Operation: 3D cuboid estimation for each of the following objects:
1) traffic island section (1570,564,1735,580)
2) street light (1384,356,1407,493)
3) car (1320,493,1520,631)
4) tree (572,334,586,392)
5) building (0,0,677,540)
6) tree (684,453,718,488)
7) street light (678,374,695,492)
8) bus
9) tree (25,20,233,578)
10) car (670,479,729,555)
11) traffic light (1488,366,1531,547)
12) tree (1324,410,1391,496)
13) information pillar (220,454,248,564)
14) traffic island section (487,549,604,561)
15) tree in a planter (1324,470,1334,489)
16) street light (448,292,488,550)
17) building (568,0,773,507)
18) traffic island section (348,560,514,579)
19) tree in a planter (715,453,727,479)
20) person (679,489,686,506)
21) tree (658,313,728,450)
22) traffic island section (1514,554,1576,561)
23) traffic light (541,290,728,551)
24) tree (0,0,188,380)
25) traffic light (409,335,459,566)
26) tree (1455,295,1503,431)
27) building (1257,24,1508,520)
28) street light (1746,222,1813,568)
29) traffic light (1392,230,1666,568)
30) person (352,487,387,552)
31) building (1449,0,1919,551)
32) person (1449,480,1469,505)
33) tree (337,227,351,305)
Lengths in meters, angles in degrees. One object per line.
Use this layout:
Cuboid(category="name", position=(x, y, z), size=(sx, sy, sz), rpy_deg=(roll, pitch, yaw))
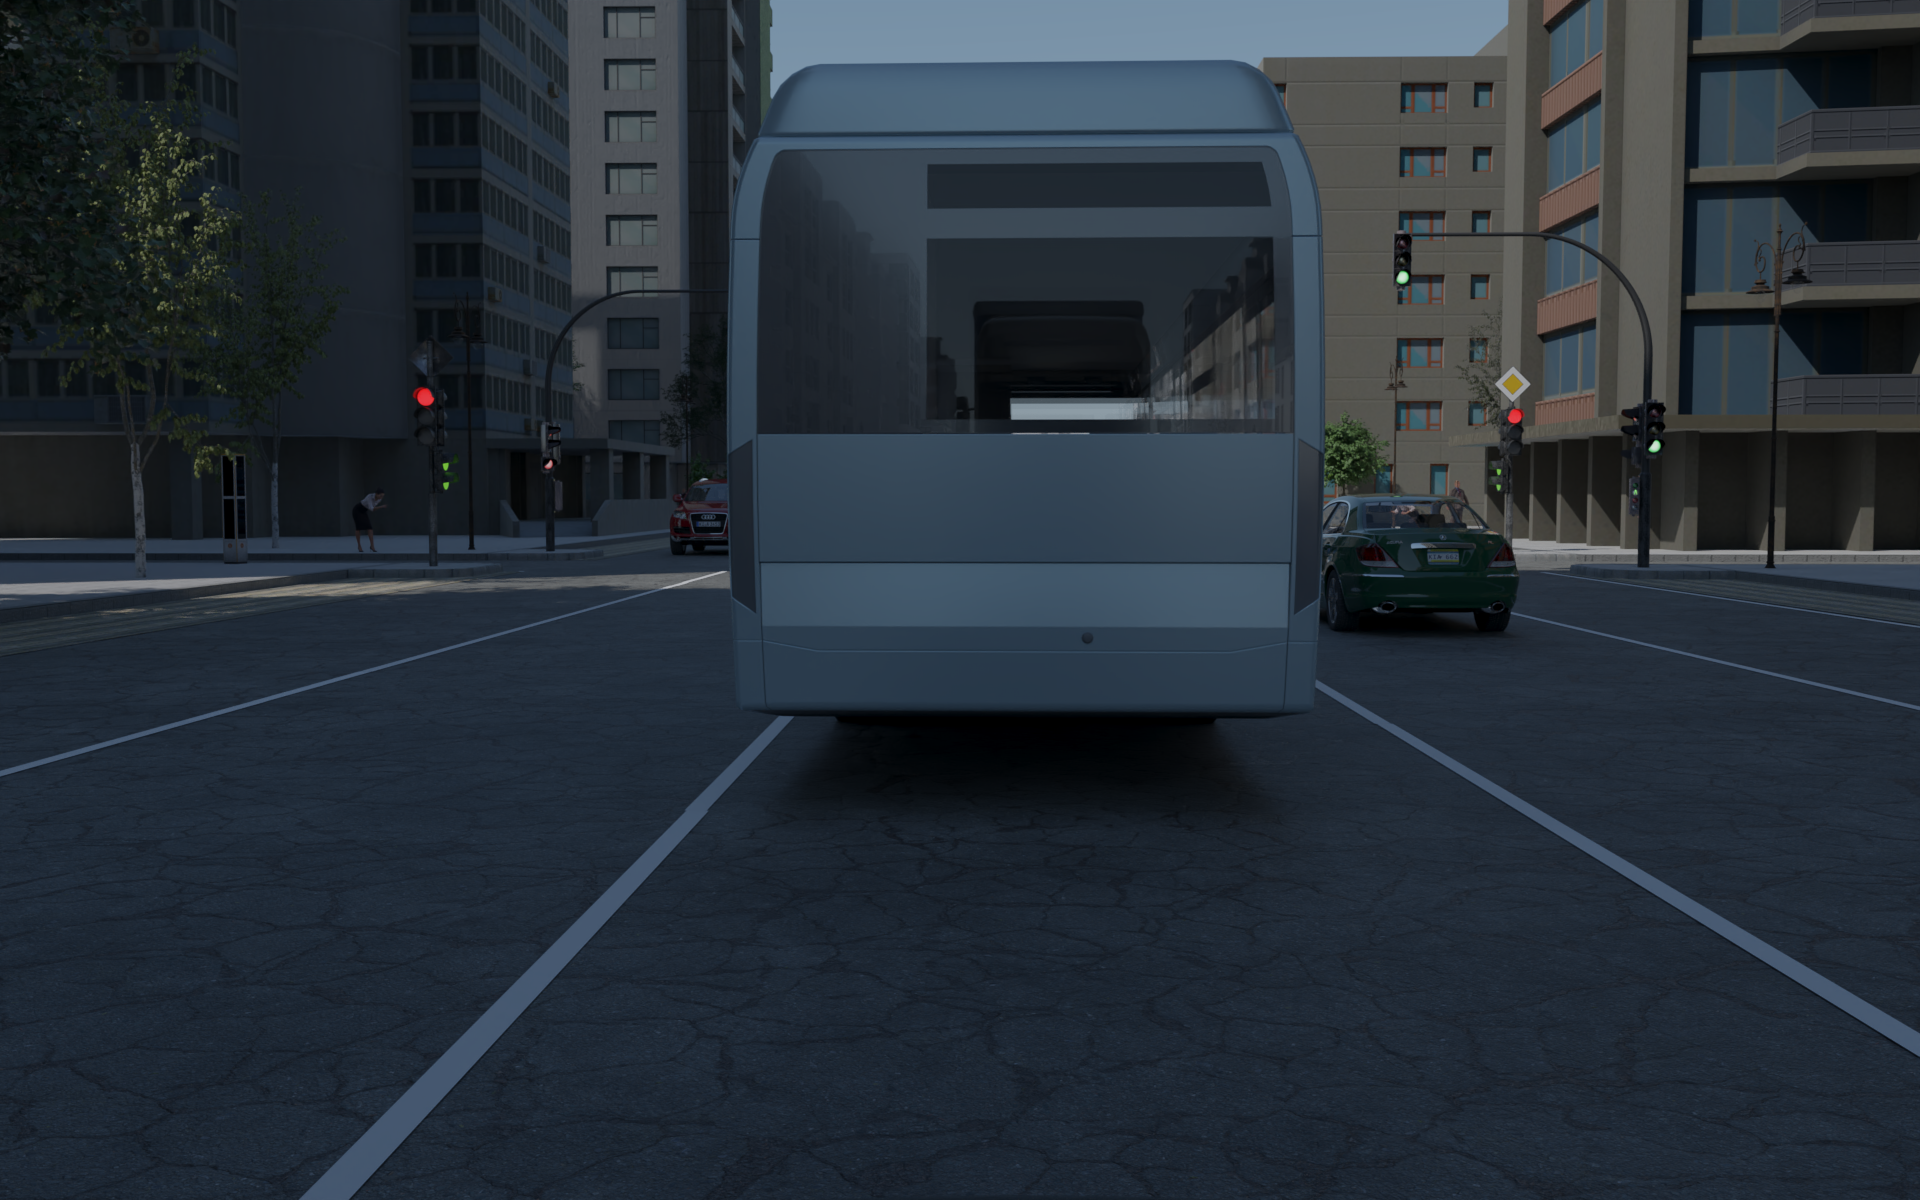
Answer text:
Cuboid(category="traffic island section", position=(11.955, -0.490, 30.285), size=(2.009, 0.180, 2.903), rpy_deg=(0, 4, 1))
Cuboid(category="street light", position=(14.590, -5.216, 58.072), size=(0.468, 5.910, 1.993), rpy_deg=(0, 4, 1))
Cuboid(category="car", position=(4.812, -0.471, 19.499), size=(2.131, 1.459, 4.920), rpy_deg=(0, 4, 0))
Cuboid(category="tree", position=(-21.172, -9.505, 81.159), size=(9.928, 11.665, 9.643), rpy_deg=(0, 3, 0))
Cuboid(category="building", position=(-26.868, -22.416, 58.378), size=(32.217, 40.220, 23.993), rpy_deg=(0, 4, 1))
Cuboid(category="tree", position=(-11.368, -4.909, 74.867), size=(1.663, 3.219, 1.824), rpy_deg=(0, 3, 0))
Cuboid(category="street light", position=(-10.510, -5.745, 66.723), size=(0.468, 5.910, 1.993), rpy_deg=(0, 4, 1))
Cuboid(category="bus", position=(0.538, -1.172, 14.019), size=(2.948, 3.499, 13.247), rpy_deg=(0, 4, 2))
Cuboid(category="tree", position=(-12.580, -4.636, 26.164), size=(4.737, 8.622, 4.395), rpy_deg=(0, 3, 0))
Cuboid(category="car", position=(-5.789, -2.068, 42.492), size=(2.281, 1.827, 5.304), rpy_deg=(0, 4, 0))
Cuboid(category="traffic light", position=(12.107, -3.011, 38.155), size=(0.839, 4.253, 0.868), rpy_deg=(0, 4, 1))
Cuboid(category="tree", position=(14.908, -5.118, 67.400), size=(4.285, 4.588, 4.351), rpy_deg=(0, 3, 0))
Cuboid(category="information pillar", position=(-13.334, -1.672, 31.824), size=(0.304, 2.012, 0.304), rpy_deg=(1, 4, 15))
Cuboid(category="traffic island section", position=(-9.188, -1.009, 38.786), size=(2.009, 0.180, 2.903), rpy_deg=(0, 4, 1))
Cuboid(category="tree in a planter", position=(12.756, -4.059, 63.584), size=(1.991, 3.239, 1.994), rpy_deg=(0, 4, 1))
Cuboid(category="street light", position=(-11.256, -4.095, 39.747), size=(0.468, 5.910, 1.993), rpy_deg=(0, 4, 1))
Cuboid(category="building", position=(-17.797, -24.972, 91.894), size=(14.154, 41.232, 14.086), rpy_deg=(0, 4, 1))
Cuboid(category="traffic island section", position=(-9.380, -0.521, 30.803), size=(2.009, 0.180, 2.903), rpy_deg=(0, 4, 1))
Cuboid(category="tree in a planter", position=(-8.250, -4.077, 63.886), size=(1.991, 3.239, 1.994), rpy_deg=(0, 4, 1))
Cuboid(category="person", position=(-13.571, -4.685, 84.915), size=(0.482, 1.546, 0.388), rpy_deg=(1, 4, 18))
Cuboid(category="tree", position=(-10.644, -8.953, 80.799), size=(7.601, 10.594, 8.767), rpy_deg=(0, 4, -1))
Cuboid(category="traffic island section", position=(12.147, -0.978, 38.268), size=(2.009, 0.180, 2.903), rpy_deg=(0, 4, 1))
Cuboid(category="traffic light", position=(-7.055, -3.912, 38.635), size=(4.771, 5.953, 1.251), rpy_deg=(0, 4, 1))
Cuboid(category="tree", position=(-12.668, -6.116, 16.998), size=(9.611, 12.733, 9.660), rpy_deg=(0, 3, 0))
Cuboid(category="traffic light", position=(-9.341, -2.553, 30.668), size=(0.839, 4.253, 0.868), rpy_deg=(0, 4, 1))
Cuboid(category="tree", position=(20.663, -7.016, 65.073), size=(4.360, 8.622, 3.978), rpy_deg=(0, 3, 0))
Cuboid(category="building", position=(26.154, -14.552, 82.961), size=(27.650, 21.520, 28.899), rpy_deg=(0, 4, 1))
Cuboid(category="street light", position=(14.005, -3.484, 29.758), size=(0.468, 5.910, 1.993), rpy_deg=(0, 4, 1))
Cuboid(category="traffic light", position=(9.821, -3.389, 30.081), size=(4.771, 5.953, 1.251), rpy_deg=(0, 4, 1))
Cuboid(category="person", position=(-12.998, -1.771, 38.193), size=(0.799, 1.438, 0.628), rpy_deg=(-1, 4, -10))
Cuboid(category="building", position=(29.004, -23.986, 46.798), size=(28.867, 44.769, 22.147), rpy_deg=(0, 4, 1))
Cuboid(category="person", position=(17.391, -3.292, 60.425), size=(0.990, 1.755, 0.434), rpy_deg=(-1, 4, -19))
Cuboid(category="tree", position=(-16.458, -5.534, 40.838), size=(4.737, 8.622, 4.395), rpy_deg=(0, 3, 0))
